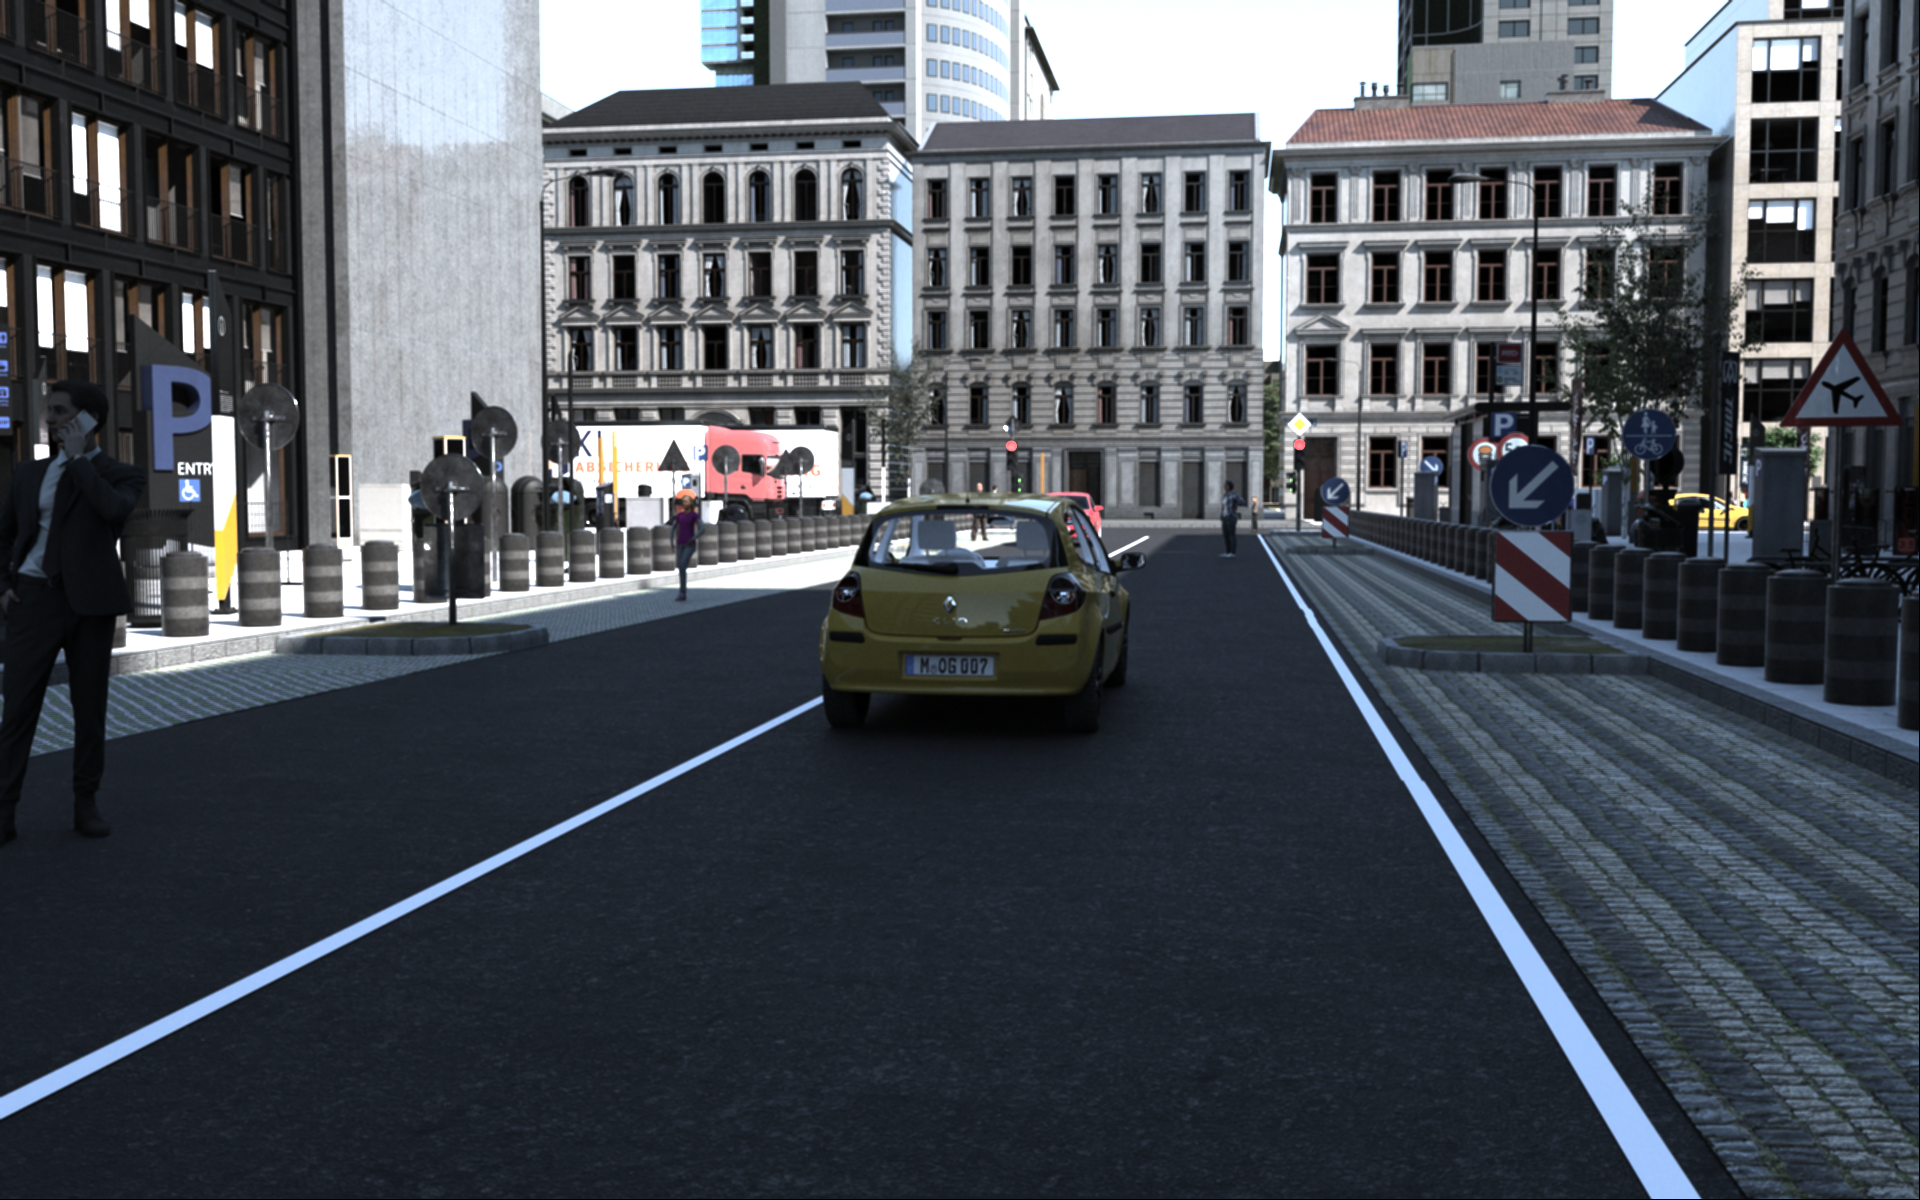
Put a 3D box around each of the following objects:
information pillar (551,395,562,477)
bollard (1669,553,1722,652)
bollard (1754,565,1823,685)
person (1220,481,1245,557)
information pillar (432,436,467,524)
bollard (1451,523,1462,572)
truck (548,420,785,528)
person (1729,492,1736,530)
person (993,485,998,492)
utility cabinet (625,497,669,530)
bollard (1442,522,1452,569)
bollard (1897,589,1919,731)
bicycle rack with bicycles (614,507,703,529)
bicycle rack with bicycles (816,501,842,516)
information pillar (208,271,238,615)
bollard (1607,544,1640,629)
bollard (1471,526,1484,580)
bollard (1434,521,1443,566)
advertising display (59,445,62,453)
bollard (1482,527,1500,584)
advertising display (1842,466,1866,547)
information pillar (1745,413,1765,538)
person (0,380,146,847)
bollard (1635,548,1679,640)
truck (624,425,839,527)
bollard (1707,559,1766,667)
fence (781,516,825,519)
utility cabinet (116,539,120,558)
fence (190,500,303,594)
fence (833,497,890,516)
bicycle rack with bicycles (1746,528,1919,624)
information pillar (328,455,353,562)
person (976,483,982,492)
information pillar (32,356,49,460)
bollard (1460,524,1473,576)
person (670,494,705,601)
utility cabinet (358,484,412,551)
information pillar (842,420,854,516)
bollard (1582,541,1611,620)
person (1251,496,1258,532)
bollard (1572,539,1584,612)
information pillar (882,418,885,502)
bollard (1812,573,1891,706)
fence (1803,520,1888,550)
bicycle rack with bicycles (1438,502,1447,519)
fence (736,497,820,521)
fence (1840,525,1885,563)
[{"bbox_3d":[-9.563,-3.044,41.116,0.183,3.616,0.504,0,4,8],"label":"information pillar"},{"bbox_3d":[6.100,0.032,14.199,0.404,0.777,0.398,0,3,0],"label":"bollard"},{"bbox_3d":[5.721,0.177,11.825,0.404,0.777,0.398,0,3,0],"label":"bollard"},{"bbox_3d":[6.128,-1.837,39.256,0.376,1.734,0.841,-1,4,-13],"label":"person"},{"bbox_3d":[-6.533,-1.084,22.208,0.304,2.012,0.304,3,5,44],"label":"information pillar"},{"bbox_3d":[8.349,-0.842,28.485,0.404,0.777,0.398,0,3,0],"label":"bollard"},{"bbox_3d":[-11.754,-4.773,66.953,11.283,4.237,2.839,1,4,9],"label":"truck"},{"bbox_3d":[29.993,-3.454,67.434,0.387,1.526,0.523,0,4,6],"label":"person"},{"bbox_3d":[1.530,-3.918,72.740,0.466,1.800,0.511,-3,5,-41],"label":"person"},{"bbox_3d":[-7.452,-1.843,41.295,1.020,1.237,0.306,1,4,20],"label":"utility cabinet"},{"bbox_3d":[8.538,-0.915,29.680,0.404,0.777,0.398,0,3,0],"label":"bollard"},{"bbox_3d":[5.350,0.322,9.447,0.404,0.777,0.398,0,3,0],"label":"bollard"},{"bbox_3d":[-8.488,-2.199,49.340,2.925,0.926,2.852,2,4,23],"label":"bicycle rack with bicycles"},{"bbox_3d":[-6.277,-4.422,85.688,2.852,0.926,2.925,2,4,29],"label":"bicycle rack with bicycles"},{"bbox_3d":[-7.860,-1.659,18.476,0.183,3.616,0.504,0,4,-5],"label":"information pillar"},{"bbox_3d":[6.473,-0.114,16.573,0.404,0.777,0.398,0,3,0],"label":"bollard"},{"bbox_3d":[7.978,-0.696,26.093,0.404,0.777,0.398,0,3,0],"label":"bollard"},{"bbox_3d":[8.728,-0.988,30.867,0.404,0.777,0.398,0,3,0],"label":"bollard"},{"bbox_3d":[-11.399,-1.047,22.326,0.123,1.923,0.974,-3,5,-41],"label":"advertising display"},{"bbox_3d":[7.788,-0.623,24.907,0.404,0.777,0.398,0,3,0],"label":"bollard"},{"bbox_3d":[20.454,-2.105,39.630,0.974,1.923,0.123,-3,5,-42],"label":"advertising display"},{"bbox_3d":[23.172,-3.612,50.417,0.504,3.616,0.183,-1,4,-17],"label":"information pillar"},{"bbox_3d":[-3.730,0.041,7.192,0.648,1.900,0.474,-1,4,-18],"label":"person"},{"bbox_3d":[6.284,-0.041,15.386,0.404,0.777,0.398,0,3,0],"label":"bollard"},{"bbox_3d":[-10.792,-5.069,71.794,11.283,4.237,2.839,0,4,8],"label":"truck"},{"bbox_3d":[5.909,0.104,13.012,0.404,0.777,0.398,0,3,0],"label":"bollard"},{"bbox_3d":[-3.885,-1.920,46.769,2.069,0.683,0.278,-2,4,-24],"label":"fence"},{"bbox_3d":[-14.977,-1.171,30.310,0.306,1.237,1.020,0,4,-8],"label":"utility cabinet"},{"bbox_3d":[-9.670,-0.742,23.328,0.480,1.192,2.264,1,4,12],"label":"fence"},{"bbox_3d":[-3.248,-2.792,56.859,2.264,1.192,0.480,2,4,25],"label":"fence"},{"bbox_3d":[9.211,-0.251,17.481,2.925,0.926,2.852,1,4,17],"label":"bicycle rack with bicycles"},{"bbox_3d":[-11.697,-1.727,32.721,0.304,2.012,0.304,3,5,44],"label":"information pillar"},{"bbox_3d":[0.637,-2.674,52.775,0.990,1.755,0.434,-2,4,-28],"label":"person"},{"bbox_3d":[-15.543,-2.323,29.343,0.183,3.616,0.504,-1,4,-11],"label":"information pillar"},{"bbox_3d":[8.162,-0.769,27.285,0.404,0.777,0.398,0,3,0],"label":"bollard"},{"bbox_3d":[-3.684,-0.685,22.938,0.726,1.435,0.776,1,4,18],"label":"person"},{"bbox_3d":[-12.727,-1.816,38.367,1.173,1.500,0.318,1,4,19],"label":"utility cabinet"},{"bbox_3d":[-3.528,-3.876,54.732,0.504,3.616,0.183,3,5,39],"label":"information pillar"},{"bbox_3d":[6.661,-0.186,17.760,0.404,0.777,0.398,0,3,0],"label":"bollard"},{"bbox_3d":[11.000,-3.206,64.832,0.340,1.345,0.435,0,4,3],"label":"person"},{"bbox_3d":[6.845,-0.259,18.947,0.404,0.777,0.398,0,3,0],"label":"bollard"},{"bbox_3d":[-2.379,-3.825,53.889,0.183,3.616,0.504,0,4,-2],"label":"information pillar"},{"bbox_3d":[5.536,0.249,10.638,0.404,0.777,0.398,0,3,0],"label":"bollard"},{"bbox_3d":[20.525,-1.535,40.475,2.069,0.683,0.278,1,4,21],"label":"fence"},{"bbox_3d":[21.961,-3.824,75.898,2.925,0.926,2.852,-1,4,-21],"label":"bicycle rack with bicycles"},{"bbox_3d":[-4.586,-1.904,42.337,2.264,1.192,0.480,2,4,26],"label":"fence"},{"bbox_3d":[16.413,-0.999,31.708,0.278,0.683,2.069,1,4,12],"label":"fence"}]
